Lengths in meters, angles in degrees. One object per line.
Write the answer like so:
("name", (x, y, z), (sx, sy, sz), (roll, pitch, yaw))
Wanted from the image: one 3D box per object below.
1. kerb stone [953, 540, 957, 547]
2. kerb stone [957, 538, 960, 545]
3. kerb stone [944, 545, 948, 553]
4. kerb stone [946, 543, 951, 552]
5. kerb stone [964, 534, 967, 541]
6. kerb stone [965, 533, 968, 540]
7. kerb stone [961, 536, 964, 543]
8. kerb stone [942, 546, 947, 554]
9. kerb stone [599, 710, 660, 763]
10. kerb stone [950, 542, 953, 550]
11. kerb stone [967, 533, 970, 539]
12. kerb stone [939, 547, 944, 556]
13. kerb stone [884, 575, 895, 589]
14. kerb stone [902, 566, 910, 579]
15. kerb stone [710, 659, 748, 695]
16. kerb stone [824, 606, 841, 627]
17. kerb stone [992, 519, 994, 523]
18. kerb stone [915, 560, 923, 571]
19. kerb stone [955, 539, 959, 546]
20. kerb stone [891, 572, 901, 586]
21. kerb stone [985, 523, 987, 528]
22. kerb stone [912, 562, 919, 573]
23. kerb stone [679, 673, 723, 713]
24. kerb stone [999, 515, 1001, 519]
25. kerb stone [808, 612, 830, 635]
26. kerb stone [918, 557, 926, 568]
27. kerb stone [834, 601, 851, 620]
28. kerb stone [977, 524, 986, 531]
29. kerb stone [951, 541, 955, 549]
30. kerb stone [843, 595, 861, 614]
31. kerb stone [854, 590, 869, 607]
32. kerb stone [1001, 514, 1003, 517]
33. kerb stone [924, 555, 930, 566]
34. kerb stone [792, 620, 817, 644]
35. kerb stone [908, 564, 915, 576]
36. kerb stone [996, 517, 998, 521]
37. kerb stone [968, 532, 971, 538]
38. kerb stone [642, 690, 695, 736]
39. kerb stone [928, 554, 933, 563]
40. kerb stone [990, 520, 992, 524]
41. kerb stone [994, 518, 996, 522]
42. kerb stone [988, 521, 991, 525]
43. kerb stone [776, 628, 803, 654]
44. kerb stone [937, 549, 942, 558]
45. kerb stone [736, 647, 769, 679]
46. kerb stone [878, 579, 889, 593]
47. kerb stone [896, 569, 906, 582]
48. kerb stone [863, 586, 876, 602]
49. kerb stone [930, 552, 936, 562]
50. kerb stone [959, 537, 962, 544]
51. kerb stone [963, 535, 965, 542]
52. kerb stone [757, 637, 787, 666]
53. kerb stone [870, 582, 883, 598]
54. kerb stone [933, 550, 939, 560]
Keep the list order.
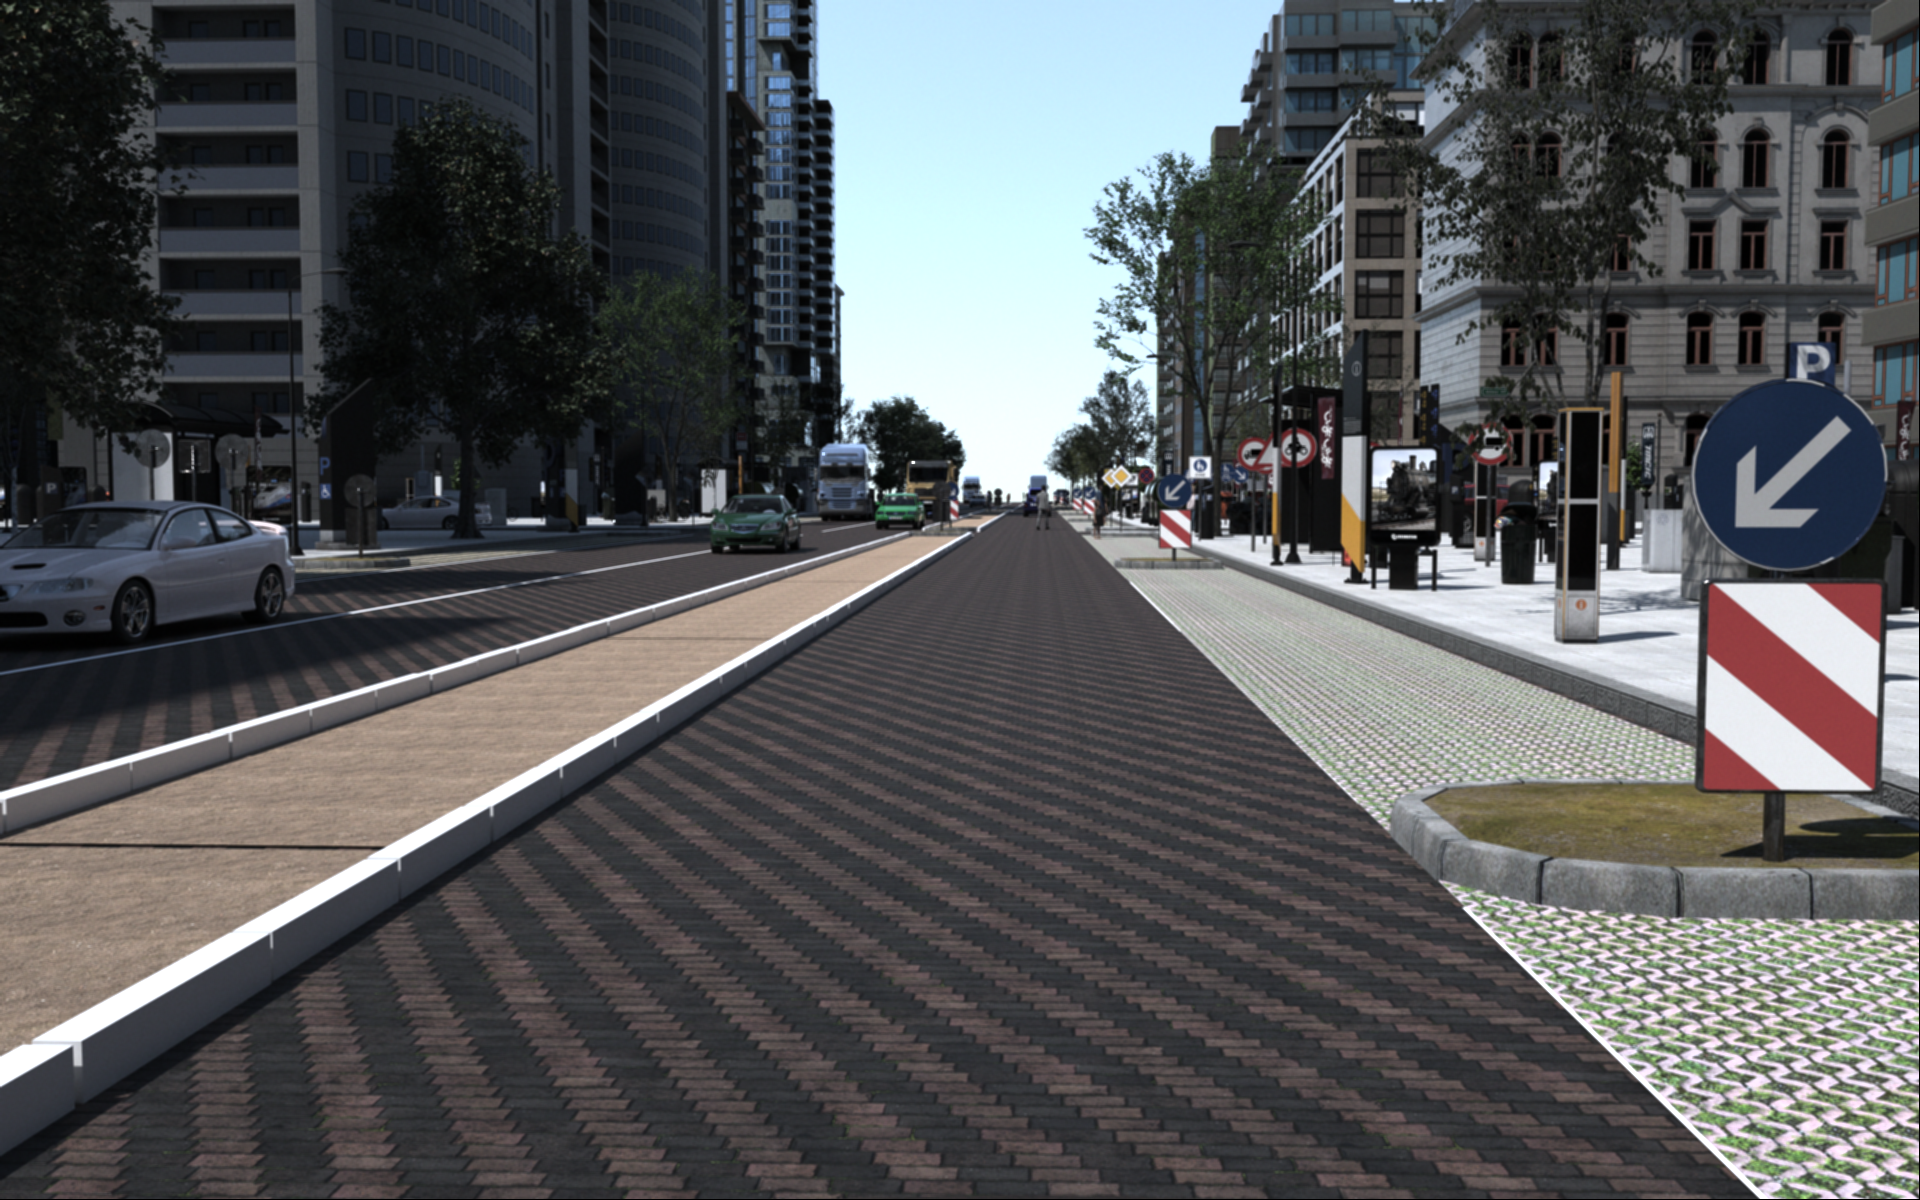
("kerb stone", (-0.227, -1.427, 45.529), (0.120, 0.150, 1.000), (0, 4, 3))
("kerb stone", (-0.144, -1.552, 47.579), (0.120, 0.150, 1.000), (0, 4, 3))
("kerb stone", (-0.423, -1.176, 41.421), (0.120, 0.150, 1.000), (0, 4, 3))
("kerb stone", (-0.367, -1.239, 42.454), (0.120, 0.150, 1.000), (0, 4, 3))
("kerb stone", (0.052, -1.804, 51.684), (0.120, 0.150, 1.000), (0, 4, 3))
("kerb stone", (0.099, -1.866, 52.706), (0.120, 0.150, 1.000), (0, 4, 3))
("kerb stone", (-0.043, -1.678, 49.636), (0.120, 0.150, 1.000), (0, 4, 3))
("kerb stone", (-0.459, -1.113, 40.399), (0.120, 0.150, 1.000), (0, 4, 3))
("kerb stone", (-1.862, 0.768, 9.689), (0.120, 0.150, 1.000), (0, 4, 3))
("kerb stone", (-0.327, -1.301, 43.481), (0.120, 0.150, 1.000), (0, 4, 3))
("kerb stone", (0.154, -1.923, 53.733), (0.120, 0.150, 1.000), (0, 4, 3))
("kerb stone", (-0.508, -1.051, 39.374), (0.120, 0.150, 1.000), (0, 4, 3))
("kerb stone", (-1.117, -0.233, 26.085), (0.120, 0.150, 1.000), (0, 4, 3))
("kerb stone", (-0.974, -0.426, 29.156), (0.120, 0.150, 1.000), (0, 4, 3))
("kerb stone", (-1.726, 0.577, 12.765), (0.120, 0.150, 1.000), (0, 4, 3))
("kerb stone", (-1.439, 0.206, 18.906), (0.120, 0.150, 1.000), (0, 4, 3))
("kerb stone", (1.384, -3.587, 80.847), (0.120, 0.150, 1.000), (0, 4, 3))
("kerb stone", (-0.830, -0.609, 32.220), (0.120, 0.150, 1.000), (0, 4, 3))
("kerb stone", (-0.185, -1.490, 46.550), (0.120, 0.150, 1.000), (0, 4, 3))
("kerb stone", (-1.067, -0.299, 27.106), (0.120, 0.150, 1.000), (0, 4, 3))
("kerb stone", (0.920, -2.962, 70.617), (0.120, 0.150, 1.000), (0, 4, 3))
("kerb stone", (-0.884, -0.544, 31.199), (0.120, 0.150, 1.000), (0, 4, 3))
("kerb stone", (-1.774, 0.642, 11.740), (0.120, 0.150, 1.000), (0, 4, 3))
("kerb stone", (2.040, -4.464, 95.187), (0.120, 0.150, 1.000), (0, 4, 3))
("kerb stone", (-1.490, 0.264, 17.875), (0.120, 0.150, 1.000), (0, 4, 3))
("kerb stone", (-0.791, -0.675, 33.241), (0.120, 0.150, 1.000), (0, 4, 3))
("kerb stone", (-1.400, 0.142, 19.930), (0.120, 0.150, 1.000), (0, 4, 3))
("kerb stone", (0.864, -2.899, 69.597), (0.120, 0.150, 1.000), (0, 4, 3))
("kerb stone", (-0.269, -1.364, 44.507), (0.120, 0.150, 1.000), (0, 4, 3))
("kerb stone", (-1.344, 0.076, 20.959), (0.120, 0.150, 1.000), (0, 4, 3))
("kerb stone", (-1.302, 0.014, 21.980), (0.120, 0.150, 1.000), (0, 4, 3))
("kerb stone", (2.273, -4.775, 100.327), (0.120, 0.150, 1.000), (0, 4, 3))
("kerb stone", (-0.743, -0.738, 34.263), (0.120, 0.150, 1.000), (0, 4, 3))
("kerb stone", (-1.542, 0.327, 16.853), (0.120, 0.150, 1.000), (0, 4, 3))
("kerb stone", (-0.926, -0.488, 30.178), (0.120, 0.150, 1.000), (0, 4, 3))
("kerb stone", (1.711, -4.026, 88.018), (0.120, 0.150, 1.000), (0, 4, 3))
("kerb stone", (0.193, -1.991, 54.755), (0.120, 0.150, 1.000), (0, 4, 3))
("kerb stone", (-1.814, 0.702, 10.716), (0.120, 0.150, 1.000), (0, 4, 3))
("kerb stone", (-0.693, -0.798, 35.284), (0.120, 0.150, 1.000), (0, 4, 3))
("kerb stone", (1.243, -3.400, 77.778), (0.120, 0.150, 1.000), (0, 4, 3))
("kerb stone", (1.569, -3.838, 84.945), (0.120, 0.150, 1.000), (0, 4, 3))
("kerb stone", (1.150, -3.270, 75.734), (0.120, 0.150, 1.000), (0, 4, 3))
("kerb stone", (-1.584, 0.389, 15.832), (0.120, 0.150, 1.000), (0, 4, 3))
("kerb stone", (-0.551, -0.988, 38.353), (0.120, 0.150, 1.000), (0, 4, 3))
("kerb stone", (-1.677, 0.514, 13.786), (0.120, 0.150, 1.000), (0, 4, 3))
("kerb stone", (-1.164, -0.175, 25.050), (0.120, 0.150, 1.000), (0, 4, 3))
("kerb stone", (-1.022, -0.361, 28.128), (0.120, 0.150, 1.000), (0, 4, 3))
("kerb stone", (-1.258, -0.046, 23.007), (0.120, 0.150, 1.000), (0, 4, 3))
("kerb stone", (-0.644, -0.861, 36.308), (0.120, 0.150, 1.000), (0, 4, 3))
("kerb stone", (-0.085, -1.615, 48.599), (0.120, 0.150, 1.000), (0, 4, 3))
("kerb stone", (0.004, -1.740, 50.663), (0.120, 0.150, 1.000), (0, 4, 3))
("kerb stone", (-1.634, 0.452, 14.809), (0.120, 0.150, 1.000), (0, 4, 3))
("kerb stone", (-1.213, -0.112, 24.029), (0.120, 0.150, 1.000), (0, 4, 3))
("kerb stone", (-0.596, -0.926, 37.329), (0.120, 0.150, 1.000), (0, 4, 3))
